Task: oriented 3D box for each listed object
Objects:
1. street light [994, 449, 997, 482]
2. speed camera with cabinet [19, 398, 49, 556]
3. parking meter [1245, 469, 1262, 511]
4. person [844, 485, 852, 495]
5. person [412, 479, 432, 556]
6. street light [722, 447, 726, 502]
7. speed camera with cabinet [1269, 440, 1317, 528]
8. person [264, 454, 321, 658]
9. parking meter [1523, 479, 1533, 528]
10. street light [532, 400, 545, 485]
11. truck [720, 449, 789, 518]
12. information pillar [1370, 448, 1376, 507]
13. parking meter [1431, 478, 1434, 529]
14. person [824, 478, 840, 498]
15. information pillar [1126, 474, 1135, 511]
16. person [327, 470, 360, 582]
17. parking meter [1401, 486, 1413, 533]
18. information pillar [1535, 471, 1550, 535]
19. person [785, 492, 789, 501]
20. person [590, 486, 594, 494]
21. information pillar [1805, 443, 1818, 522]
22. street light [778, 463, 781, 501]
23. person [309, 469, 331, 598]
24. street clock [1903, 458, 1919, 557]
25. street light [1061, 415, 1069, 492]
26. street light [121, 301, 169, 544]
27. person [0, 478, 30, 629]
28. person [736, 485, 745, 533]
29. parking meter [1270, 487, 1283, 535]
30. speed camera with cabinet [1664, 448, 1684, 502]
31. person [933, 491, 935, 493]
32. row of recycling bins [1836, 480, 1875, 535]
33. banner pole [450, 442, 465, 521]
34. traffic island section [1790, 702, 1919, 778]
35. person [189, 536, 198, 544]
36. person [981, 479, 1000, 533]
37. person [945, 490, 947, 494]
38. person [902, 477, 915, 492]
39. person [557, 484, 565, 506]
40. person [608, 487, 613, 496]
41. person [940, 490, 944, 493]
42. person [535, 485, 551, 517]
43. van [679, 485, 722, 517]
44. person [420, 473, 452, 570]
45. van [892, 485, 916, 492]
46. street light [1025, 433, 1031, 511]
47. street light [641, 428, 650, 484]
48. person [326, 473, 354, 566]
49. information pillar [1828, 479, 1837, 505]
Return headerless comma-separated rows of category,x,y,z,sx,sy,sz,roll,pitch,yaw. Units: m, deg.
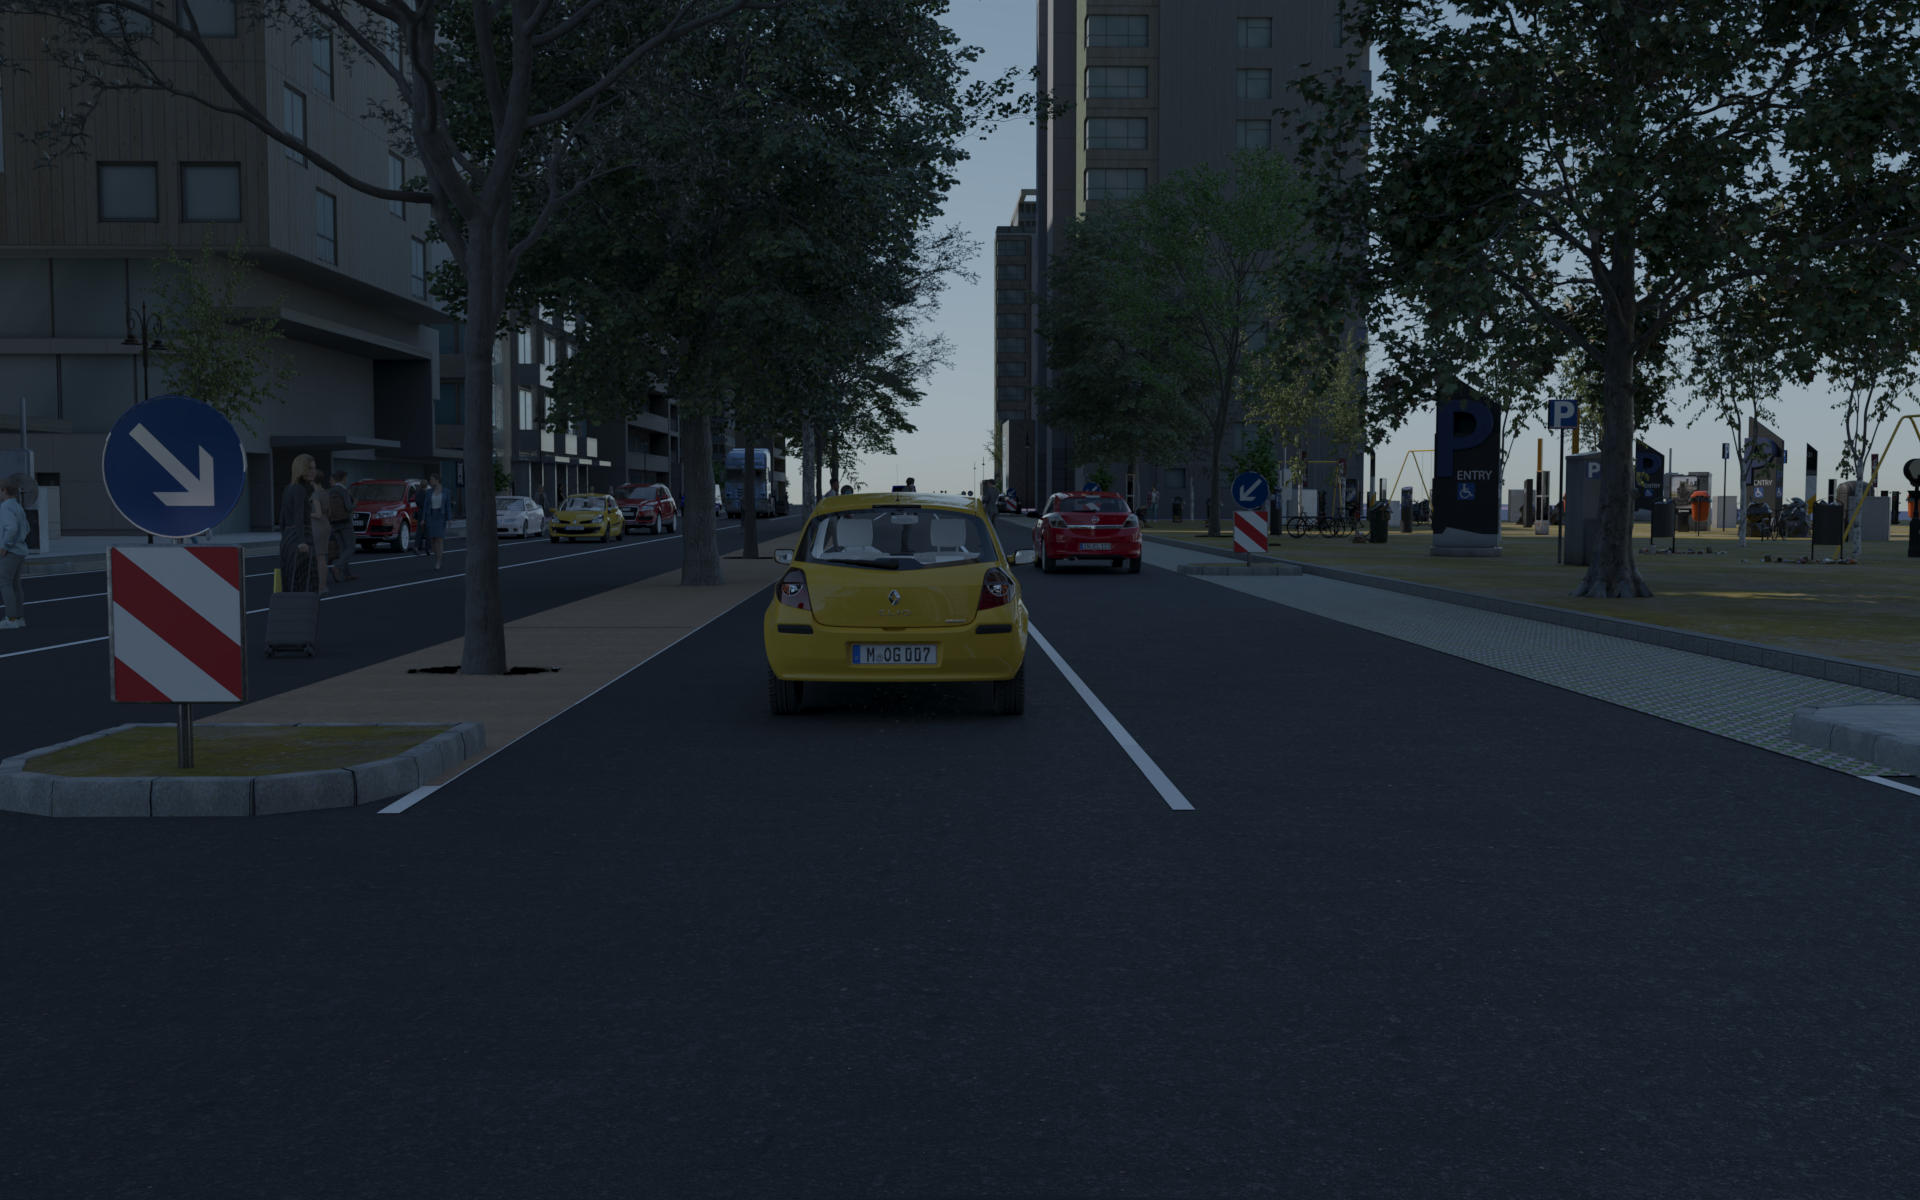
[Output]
street light,3.648,-12.574,178.372,0.468,5.910,1.993,0,4,-1
speed camera with cabinet,-19.689,-2.570,36.350,0.660,3.252,2.038,-1,4,-17
parking meter,6.838,-2.113,40.261,0.399,1.863,0.255,1,4,11
person,-5.112,-4.300,78.665,0.748,1.841,0.638,-1,4,-18
person,-12.482,-1.922,40.351,0.576,1.772,0.534,0,4,4
street light,-22.847,-11.962,168.363,0.468,5.910,1.993,0,4,-1
speed camera with cabinet,12.393,-4.287,64.421,2.038,3.252,0.660,-3,4,-37
person,-6.078,-0.430,15.755,0.699,1.804,1.509,0,4,-6
parking meter,21.733,-3.703,66.250,0.255,1.863,0.399,0,4,1
street light,-20.703,-6.894,85.499,0.468,5.910,1.993,0,4,-1
truck,-12.600,-7.261,108.475,2.967,4.110,18.799,0,4,-2
information pillar,19.703,-5.589,82.738,0.183,3.616,0.504,-1,4,-8
parking meter,17.326,-3.493,62.828,0.399,1.863,0.255,0,4,8
person,-2.827,-1.797,38.152,0.850,1.792,0.678,1,4,14
information pillar,6.353,-3.669,64.478,0.304,2.012,0.304,1,4,14
person,-10.150,-1.218,28.384,0.622,1.834,0.822,1,4,22
parking meter,14.777,-2.990,57.291,0.372,1.533,0.369,0,3,0
information pillar,18.274,-3.048,54.322,0.304,2.012,0.304,-2,4,-23
person,-14.555,-8.331,146.187,0.593,1.643,0.415,3,4,37
person,-14.571,-3.689,69.491,0.598,1.740,0.731,2,4,25
information pillar,38.412,-5.310,78.177,0.504,3.616,0.183,3,5,41
street light,-24.382,-15.957,233.690,0.468,5.910,1.993,0,4,-1
person,-8.866,-0.919,23.867,0.374,1.781,0.599,0,4,-4
street clock,19.354,-1.864,35.053,0.471,2.002,0.358,0,4,3
street light,5.796,-7.463,94.813,0.468,5.910,1.993,0,4,-1
street light,-19.546,-4.212,41.653,0.468,5.910,1.993,0,4,-1
person,-10.222,-0.510,18.650,0.330,1.601,0.589,0,4,-5
person,-7.957,-3.386,64.046,0.526,1.800,0.537,-2,4,-27
parking meter,9.861,-2.788,54.002,0.372,1.533,0.369,0,3,0
speed camera with cabinet,30.794,-4.863,73.849,0.660,3.252,2.038,0,4,-6
person,-2.609,-9.908,171.222,1.217,1.735,0.721,1,4,23
row of recycling bins,27.585,-2.830,53.390,1.069,1.692,3.534,2,4,30
banner pole,-24.092,-5.684,82.948,0.863,3.779,0.401,-1,4,-15
traffic island section,5.836,0.800,9.204,2.009,0.180,2.903,0,4,-1
person,-17.811,-1.890,39.743,0.623,1.781,0.721,1,4,21
person,0.766,-2.369,47.046,0.447,1.846,0.655,3,4,38
person,-1.133,-7.661,134.680,0.541,1.710,0.530,0,4,-5
person,-1.253,-2.119,42.959,0.447,1.846,0.655,-1,4,-12
person,-20.731,-5.137,90.051,0.705,1.822,1.348,-2,4,-27
person,-21.121,-5.967,104.328,0.721,1.736,1.217,0,4,-5
person,-1.541,-7.785,136.600,0.721,1.723,1.217,2,4,24
person,-16.757,-3.722,69.536,0.709,1.800,0.728,-2,4,-30
van,-16.254,-6.378,108.667,2.240,2.365,5.245,0,3,0
person,-9.875,-1.484,32.787,0.581,1.822,0.654,0,4,7
van,-3.950,-7.201,122.128,2.240,2.365,5.245,0,4,-2
street light,4.940,-9.464,127.524,0.468,5.910,1.993,0,4,-1
street light,-21.550,-8.916,118.561,0.468,5.910,1.993,0,4,-1
person,-12.436,-1.595,34.489,0.656,1.842,0.836,-2,4,-35
information pillar,41.972,-4.823,83.347,0.304,2.012,0.304,-3,5,-43
